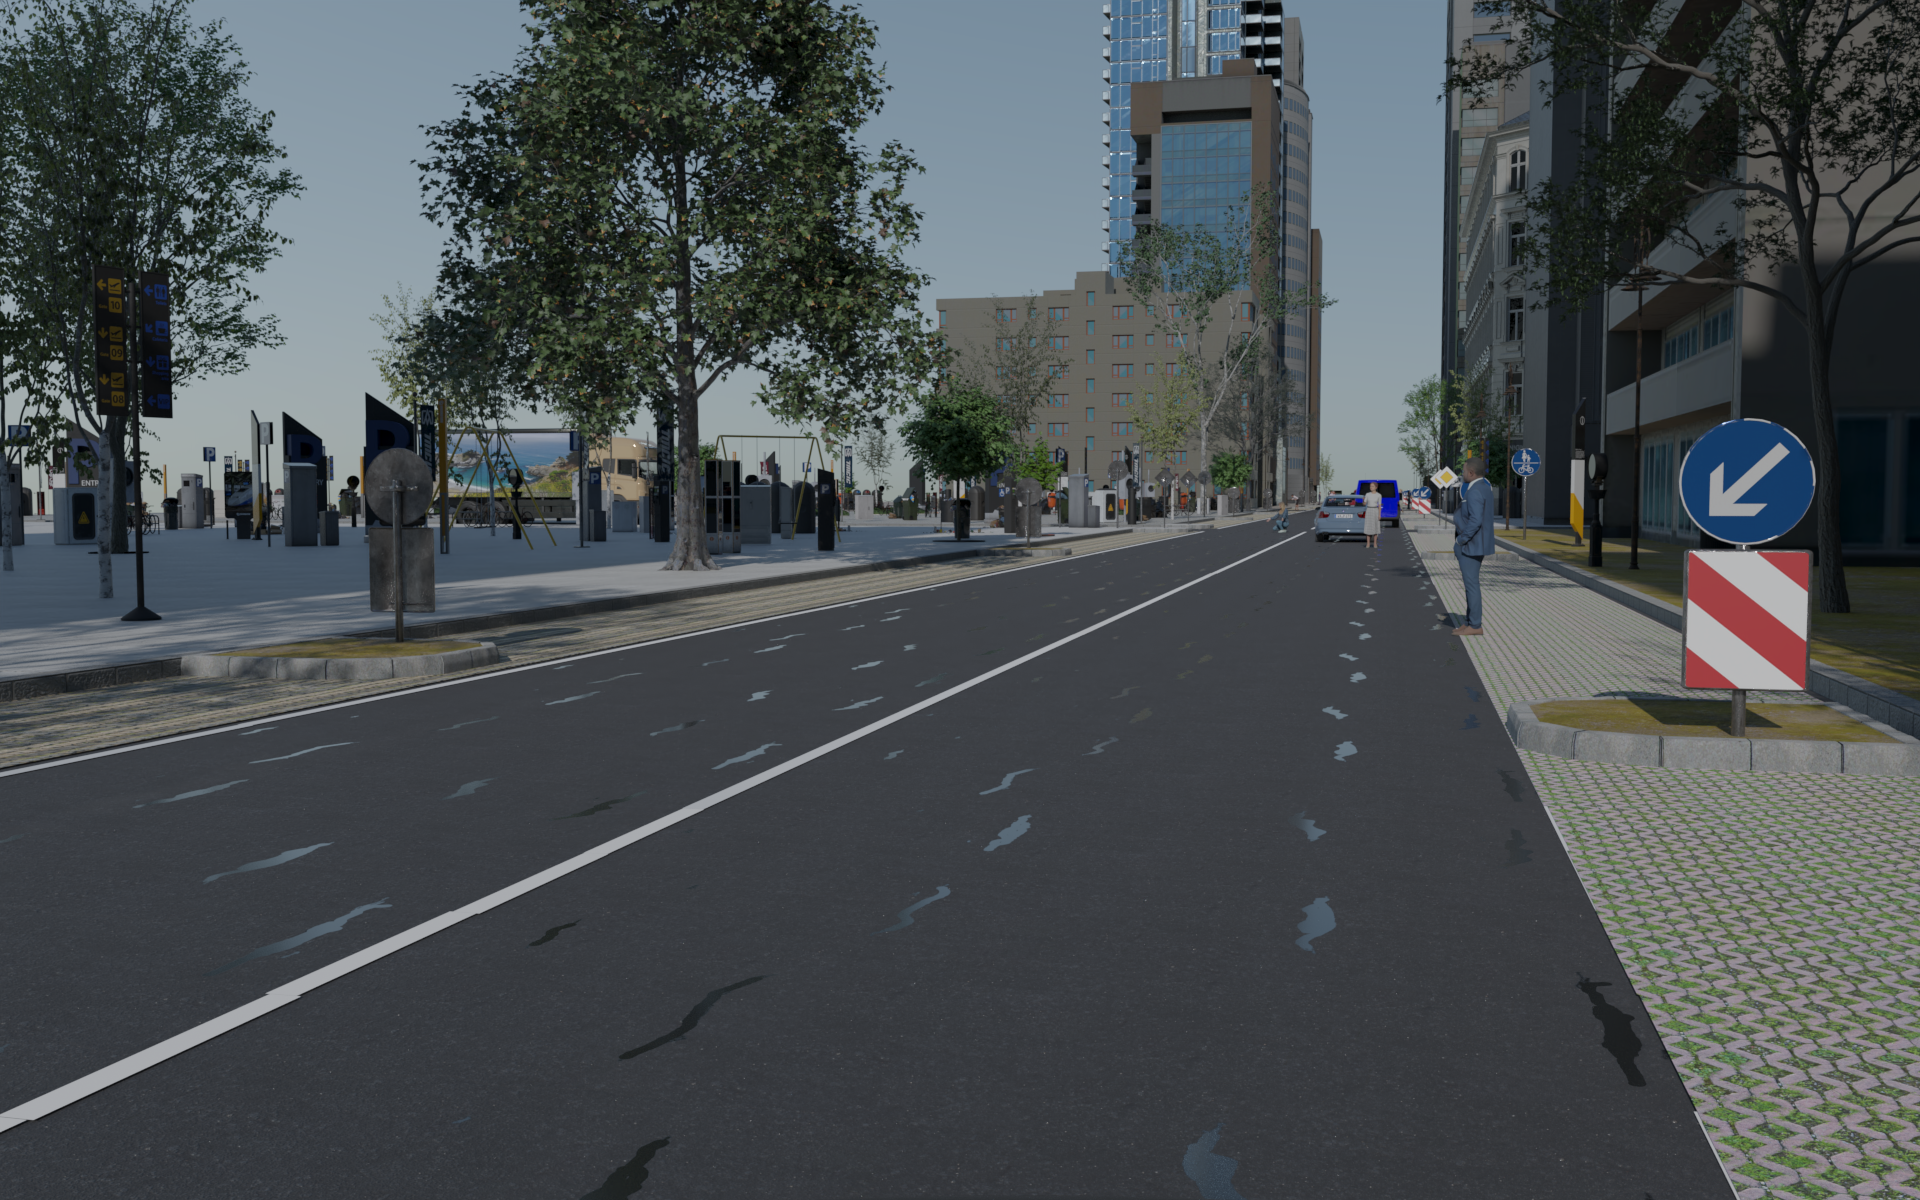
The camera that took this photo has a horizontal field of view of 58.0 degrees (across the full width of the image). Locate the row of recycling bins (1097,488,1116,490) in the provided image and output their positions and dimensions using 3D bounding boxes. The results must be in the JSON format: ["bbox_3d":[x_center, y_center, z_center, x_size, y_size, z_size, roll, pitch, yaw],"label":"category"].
[{"bbox_3d":[10.673,-7.209,124.987,1.069,1.692,3.534,2,4,24],"label":"row of recycling bins"}]

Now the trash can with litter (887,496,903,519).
[{"bbox_3d":[-3.279,-4.813,90.072,0.624,1.170,1.055,2,4,32],"label":"trash can with litter"}]

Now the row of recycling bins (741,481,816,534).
[{"bbox_3d":[-6.250,-3.056,57.080,3.534,1.692,1.069,2,4,32],"label":"row of recycling bins"}]

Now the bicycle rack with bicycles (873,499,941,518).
[{"bbox_3d":[-3.243,-5.494,103.204,2.852,0.926,2.925,-2,4,-28],"label":"bicycle rack with bicycles"}]

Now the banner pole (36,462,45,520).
[{"bbox_3d":[-45.837,-5.892,86.346,0.401,3.779,0.863,-1,4,-18],"label":"banner pole"}]

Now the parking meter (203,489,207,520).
[{"bbox_3d":[-37.223,-4.688,85.053,0.372,1.533,0.369,0,3,0],"label":"parking meter"}]

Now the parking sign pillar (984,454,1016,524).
[{"bbox_3d":[1.770,-5.340,75.776,1.447,3.967,1.447,-2,4,-24],"label":"parking sign pillar"}]

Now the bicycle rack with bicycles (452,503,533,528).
[{"bbox_3d":[-18.223,-3.256,66.612,2.925,0.926,2.852,3,5,39],"label":"bicycle rack with bicycles"}]

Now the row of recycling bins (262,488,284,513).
[{"bbox_3d":[-47.770,-6.931,120.438,3.534,1.692,1.069,-1,4,-9],"label":"row of recycling bins"}]

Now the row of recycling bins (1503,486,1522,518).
[{"bbox_3d":[30.399,-5.186,91.902,3.534,1.692,1.069,-1,4,-22],"label":"row of recycling bins"}]

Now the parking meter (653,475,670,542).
[{"bbox_3d":[-7.953,-2.473,46.144,0.255,1.863,0.399,3,4,38],"label":"parking meter"}]

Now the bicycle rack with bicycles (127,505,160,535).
[{"bbox_3d":[-26.397,-2.521,54.596,2.852,0.926,2.925,1,4,13],"label":"bicycle rack with bicycles"}]

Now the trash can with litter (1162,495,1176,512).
[{"bbox_3d":[14.605,-7.082,126.843,2.233,1.210,1.678,1,4,18],"label":"trash can with litter"}]

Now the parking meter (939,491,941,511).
[{"bbox_3d":[-1.375,-7.386,129.176,0.372,1.533,0.369,0,3,0],"label":"parking meter"}]

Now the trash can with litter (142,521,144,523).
[{"bbox_3d":[-34.409,-3.688,71.358,1.678,1.210,2.233,3,5,43],"label":"trash can with litter"}]

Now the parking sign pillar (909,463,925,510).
[{"bbox_3d":[-3.212,-8.671,130.241,1.447,3.967,1.447,3,5,41],"label":"parking sign pillar"}]

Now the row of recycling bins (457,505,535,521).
[{"bbox_3d":[-21.746,-4.529,81.155,3.534,1.692,1.069,-1,4,-11],"label":"row of recycling bins"}]

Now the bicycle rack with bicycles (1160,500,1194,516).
[{"bbox_3d":[12.250,-5.456,102.580,2.925,0.926,2.852,1,4,16],"label":"bicycle rack with bicycles"}]

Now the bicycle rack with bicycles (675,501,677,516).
[{"bbox_3d":[-15.740,-5.396,101.604,2.925,0.926,2.852,3,5,45],"label":"bicycle rack with bicycles"}]

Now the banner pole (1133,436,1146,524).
[{"bbox_3d":[7.668,-5.166,74.476,0.401,3.779,0.863,-2,4,-31],"label":"banner pole"}]

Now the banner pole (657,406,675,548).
[{"bbox_3d":[-6.763,-3.099,40.682,0.863,3.779,0.401,-3,4,-36],"label":"banner pole"}]

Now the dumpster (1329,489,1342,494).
[{"bbox_3d":[58.015,-16.058,267.503,1.985,2.255,1.502,1,4,12],"label":"dumpster"}]

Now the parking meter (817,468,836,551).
[{"bbox_3d":[-3.015,-2.049,39.215,0.399,1.863,0.255,0,4,4],"label":"parking meter"}]

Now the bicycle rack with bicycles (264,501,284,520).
[{"bbox_3d":[-33.991,-4.454,86.206,2.852,0.926,2.925,-3,5,-41],"label":"bicycle rack with bicycles"}]

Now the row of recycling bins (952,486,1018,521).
[{"bbox_3d":[1.255,-4.702,83.989,3.534,1.692,1.069,2,4,23],"label":"row of recycling bins"}]

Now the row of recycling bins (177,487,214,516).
[{"bbox_3d":[-46.251,-5.971,104.736,3.534,1.692,1.069,3,5,39],"label":"row of recycling bins"}]

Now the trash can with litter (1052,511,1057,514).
[{"bbox_3d":[6.630,-6.330,114.554,1.678,1.210,2.233,-2,4,-27],"label":"trash can with litter"}]

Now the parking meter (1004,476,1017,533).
[{"bbox_3d":[1.653,-3.111,56.579,0.255,1.863,0.399,-3,5,-43],"label":"parking meter"}]

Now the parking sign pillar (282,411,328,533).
[{"bbox_3d":[-21.511,-4.186,56.909,1.447,3.967,1.447,3,5,44],"label":"parking sign pillar"}]

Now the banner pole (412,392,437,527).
[{"bbox_3d":[-13.200,-3.217,42.616,0.401,3.779,0.863,2,4,31],"label":"banner pole"}]

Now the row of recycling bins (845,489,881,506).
[{"bbox_3d":[-8.726,-8.963,153.661,3.534,1.692,1.069,-1,4,-22],"label":"row of recycling bins"}]

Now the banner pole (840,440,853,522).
[{"bbox_3d":[-5.196,-5.427,78.752,0.863,3.779,0.401,3,4,36],"label":"banner pole"}]

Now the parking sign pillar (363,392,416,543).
[{"bbox_3d":[-15.029,-3.502,45.734,1.447,3.967,1.447,0,4,-4],"label":"parking sign pillar"}]

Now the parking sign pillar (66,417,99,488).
[{"bbox_3d":[-30.679,-4.430,60.907,1.447,3.967,1.447,-1,4,-20],"label":"parking sign pillar"}]

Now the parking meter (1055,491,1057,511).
[{"bbox_3d":[7.593,-7.759,135.278,0.372,1.533,0.369,0,3,0],"label":"parking meter"}]

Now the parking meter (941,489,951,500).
[{"bbox_3d":[-0.617,-4.847,87.658,0.372,1.533,0.369,0,3,0],"label":"parking meter"}]

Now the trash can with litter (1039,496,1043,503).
[{"bbox_3d":[6.498,-7.482,133.717,1.055,1.170,0.624,-1,4,-17],"label":"trash can with litter"}]

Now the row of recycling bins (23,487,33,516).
[{"bbox_3d":[-55.110,-5.695,100.225,1.069,1.692,3.534,1,4,8],"label":"row of recycling bins"}]

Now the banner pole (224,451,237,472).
[{"bbox_3d":[-42.015,-6.724,99.953,0.863,3.779,0.401,-2,4,-35],"label":"banner pole"}]

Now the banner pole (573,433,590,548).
[{"bbox_3d":[-8.960,-3.135,41.274,0.401,3.779,0.863,-2,4,-31],"label":"banner pole"}]

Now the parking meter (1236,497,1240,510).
[{"bbox_3d":[22.278,-7.988,139.008,0.372,1.533,0.369,0,3,0],"label":"parking meter"}]

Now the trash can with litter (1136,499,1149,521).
[{"bbox_3d":[8.539,-4.344,82.407,0.624,1.170,1.055,-3,5,-42],"label":"trash can with litter"}]

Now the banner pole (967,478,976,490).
[{"bbox_3d":[0.787,-8.356,126.640,0.863,3.779,0.401,0,4,7],"label":"banner pole"}]

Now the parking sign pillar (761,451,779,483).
[{"bbox_3d":[-11.999,-7.385,109.218,1.447,3.967,1.447,3,5,44],"label":"parking sign pillar"}]

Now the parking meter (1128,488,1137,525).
[{"bbox_3d":[7.224,-3.931,72.682,0.372,1.533,0.369,0,3,0],"label":"parking meter"}]

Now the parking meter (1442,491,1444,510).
[{"bbox_3d":[37.938,-7.781,135.627,0.372,1.533,0.369,0,3,0],"label":"parking meter"}]

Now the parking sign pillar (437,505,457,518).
[{"bbox_3d":[-27.505,-6.418,93.402,1.447,3.967,1.447,1,4,13],"label":"parking sign pillar"}]

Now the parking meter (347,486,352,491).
[{"bbox_3d":[-43.080,-7.131,122.309,0.255,1.863,0.399,-2,4,-33],"label":"parking meter"}]

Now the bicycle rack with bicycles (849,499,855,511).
[{"bbox_3d":[-6.279,-6.519,119.965,2.852,0.926,2.925,2,4,28],"label":"bicycle rack with bicycles"}]
